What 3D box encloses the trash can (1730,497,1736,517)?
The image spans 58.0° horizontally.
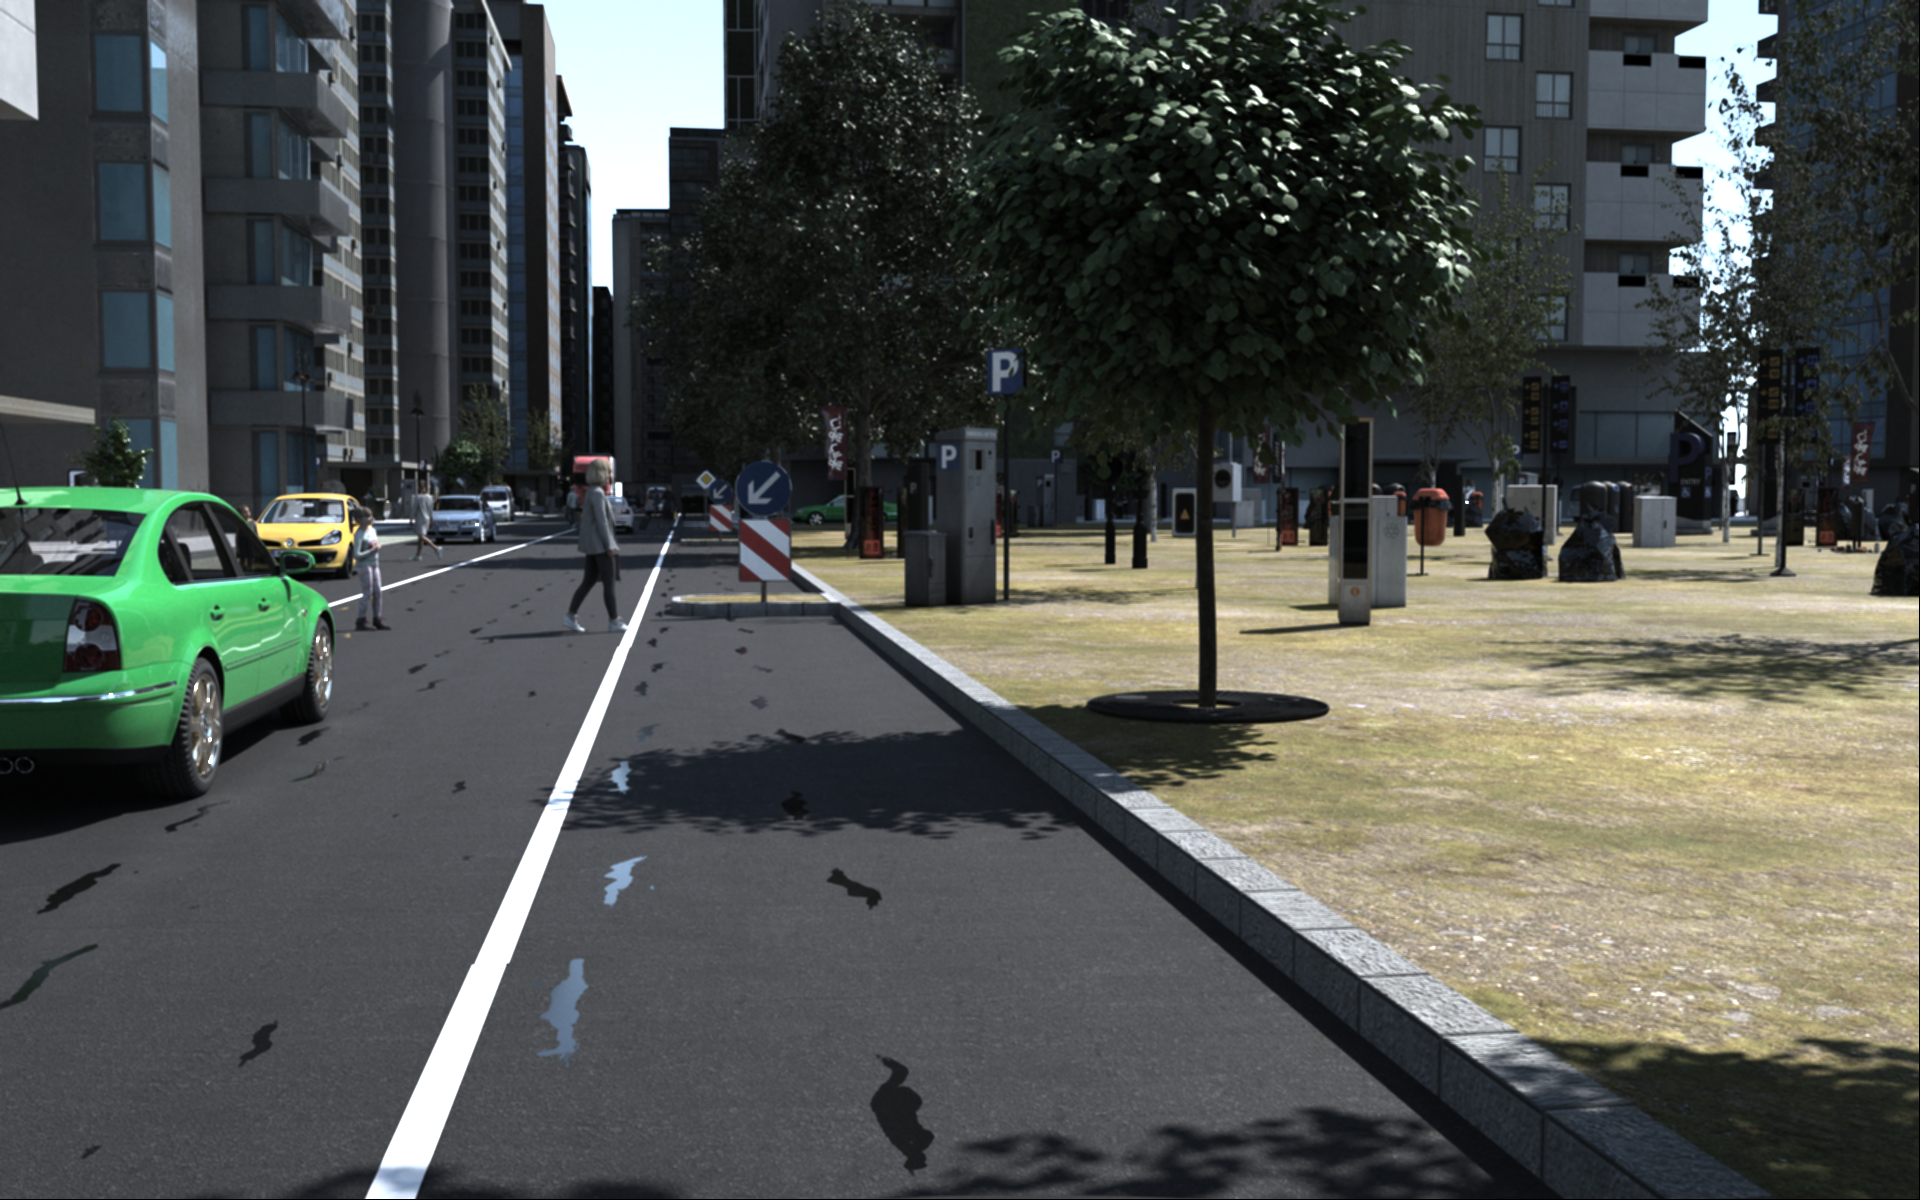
[{"bbox_3d":[43.630,-5.291,98.159,0.748,1.137,0.748,0,3,0],"label":"trash can"}]

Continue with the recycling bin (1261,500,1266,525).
[{"bbox_3d":[12.138,-3.580,71.083,0.722,1.027,0.722,1,4,19],"label":"recycling bin"}]

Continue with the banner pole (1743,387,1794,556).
[{"bbox_3d":[16.812,-2.801,35.816,0.401,3.779,0.863,-2,4,-35],"label":"banner pole"}]

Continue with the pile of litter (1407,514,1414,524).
[{"bbox_3d":[19.434,-3.641,73.501,1.176,0.858,1.719,-3,5,-44],"label":"pile of litter"}]

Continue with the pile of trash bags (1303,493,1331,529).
[{"bbox_3d":[13.541,-3.292,63.570,1.912,1.369,3.447,1,4,12],"label":"pile of trash bags"}]

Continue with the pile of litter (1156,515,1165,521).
[{"bbox_3d":[9.241,-4.211,82.817,1.719,0.858,1.176,-3,5,-41],"label":"pile of litter"}]

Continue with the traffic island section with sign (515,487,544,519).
[{"bbox_3d":[-25.553,-5.702,101.862,1.989,1.847,2.006,-1,4,-9],"label":"traffic island section with sign"}]

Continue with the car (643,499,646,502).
[{"bbox_3d":[-29.644,-9.482,167.615,1.945,1.354,3.894,-1,4,-11],"label":"car"}]

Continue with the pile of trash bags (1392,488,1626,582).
[{"bbox_3d":[8.569,-1.043,26.801,3.447,1.369,1.912,3,5,41],"label":"pile of trash bags"}]

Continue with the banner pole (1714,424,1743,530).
[{"bbox_3d":[27.043,-4.345,61.065,0.401,3.779,0.863,-1,4,-21],"label":"banner pole"}]

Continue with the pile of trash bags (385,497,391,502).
[{"bbox_3d":[-37.245,-6.420,114.716,3.447,1.369,1.912,-3,4,-36],"label":"pile of trash bags"}]

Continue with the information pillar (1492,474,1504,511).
[{"bbox_3d":[19.454,-3.558,62.668,0.304,2.012,0.304,3,5,40],"label":"information pillar"}]

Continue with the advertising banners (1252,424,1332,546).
[{"bbox_3d":[8.221,-2.873,43.154,2.074,3.025,0.090,1,4,20],"label":"advertising banners"}]

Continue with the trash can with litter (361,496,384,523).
[{"bbox_3d":[-26.927,-4.119,78.405,1.678,1.210,2.233,-2,4,-29],"label":"trash can with litter"}]

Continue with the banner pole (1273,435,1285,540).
[{"bbox_3d":[9.029,-3.602,48.912,0.401,3.779,0.863,-1,4,-19],"label":"banner pole"}]

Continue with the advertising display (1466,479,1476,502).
[{"bbox_3d":[22.300,-4.347,76.292,0.974,1.923,0.123,-2,4,-26],"label":"advertising display"}]

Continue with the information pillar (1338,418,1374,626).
[{"bbox_3d":[3.869,-0.762,16.951,0.304,2.012,0.304,1,4,10],"label":"information pillar"}]

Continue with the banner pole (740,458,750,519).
[{"bbox_3d":[-10.188,-5.651,82.403,0.863,3.779,0.401,3,5,44],"label":"banner pole"}]

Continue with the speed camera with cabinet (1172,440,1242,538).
[{"bbox_3d":[7.295,-3.482,51.272,2.038,3.252,0.660,3,4,37],"label":"speed camera with cabinet"}]

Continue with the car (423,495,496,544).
[{"bbox_3d":[-14.724,-2.379,50.903,2.014,1.417,4.499,0,4,-8],"label":"car"}]

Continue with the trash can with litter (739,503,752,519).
[{"bbox_3d":[-10.415,-4.488,84.760,0.624,1.170,1.055,-2,4,-27],"label":"trash can with litter"}]

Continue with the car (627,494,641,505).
[{"bbox_3d":[-42.534,-13.051,225.384,2.014,1.417,4.499,0,4,-7],"label":"car"}]

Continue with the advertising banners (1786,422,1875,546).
[{"bbox_3d":[21.309,-2.837,42.568,2.074,3.025,0.090,3,5,41],"label":"advertising banners"}]

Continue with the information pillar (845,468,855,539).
[{"bbox_3d":[-3.118,-2.731,49.141,0.304,2.012,0.304,0,4,-5],"label":"information pillar"}]

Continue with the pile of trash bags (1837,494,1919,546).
[{"bbox_3d":[25.140,-2.291,47.207,1.912,1.369,3.447,-1,4,-10],"label":"pile of trash bags"}]

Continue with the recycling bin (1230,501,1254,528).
[{"bbox_3d":[10.616,-3.221,65.218,0.722,1.027,0.722,0,4,-7],"label":"recycling bin"}]

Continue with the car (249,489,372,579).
[{"bbox_3d":[-11.341,-1.227,30.286,2.015,1.641,3.980,-1,4,-10],"label":"car"}]

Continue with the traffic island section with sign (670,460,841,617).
[{"bbox_3d":[-2.534,-0.766,21.158,1.989,1.847,2.006,-1,4,-9],"label":"traffic island section with sign"}]

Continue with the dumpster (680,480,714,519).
[{"bbox_3d":[-14.950,-5.744,98.868,1.985,2.255,1.502,-1,4,-9],"label":"dumpster"}]

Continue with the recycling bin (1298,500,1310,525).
[{"bbox_3d":[14.194,-3.633,71.961,0.722,1.027,0.722,-1,4,-19],"label":"recycling bin"}]

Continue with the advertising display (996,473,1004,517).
[{"bbox_3d":[1.099,-2.929,53.109,0.974,1.923,0.123,3,5,43],"label":"advertising display"}]

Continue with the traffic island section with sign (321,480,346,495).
[{"bbox_3d":[-16.859,-2.317,46.503,1.989,1.847,2.006,-1,4,-9],"label":"traffic island section with sign"}]

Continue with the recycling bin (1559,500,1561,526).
[{"bbox_3d":[23.553,-3.468,69.262,0.722,1.027,0.722,0,4,-5],"label":"recycling bin"}]

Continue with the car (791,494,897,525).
[{"bbox_3d":[-4.972,-4.075,75.417,4.718,1.807,1.959,-1,4,-10],"label":"car"}]

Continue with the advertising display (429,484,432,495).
[{"bbox_3d":[-35.902,-6.804,116.461,0.974,1.923,0.123,2,4,27],"label":"advertising display"}]

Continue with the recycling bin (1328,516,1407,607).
[{"bbox_3d":[4.685,-0.451,19.927,0.722,1.027,0.722,0,4,-4],"label":"recycling bin"}]

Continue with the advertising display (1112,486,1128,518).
[{"bbox_3d":[8.422,-5.272,91.404,0.974,1.923,0.123,-1,4,-21],"label":"advertising display"}]

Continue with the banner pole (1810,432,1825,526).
[{"bbox_3d":[34.409,-4.853,69.363,0.401,3.779,0.863,0,4,-3],"label":"banner pole"}]

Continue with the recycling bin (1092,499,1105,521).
[{"bbox_3d":[6.521,-4.350,83.684,0.722,1.027,0.722,3,5,41],"label":"recycling bin"}]

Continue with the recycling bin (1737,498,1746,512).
[{"bbox_3d":[55.005,-6.710,122.264,0.722,1.027,0.722,1,4,11],"label":"recycling bin"}]

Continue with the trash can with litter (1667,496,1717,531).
[{"bbox_3d":[24.990,-2.993,59.990,2.233,1.210,1.678,2,4,34],"label":"trash can with litter"}]

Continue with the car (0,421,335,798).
[{"bbox_3d":[-4.656,-0.037,9.396,1.959,1.807,4.718,-1,4,-9],"label":"car"}]

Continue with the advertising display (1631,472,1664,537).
[{"bbox_3d":[20.384,-2.823,51.375,0.123,1.923,0.974,-3,4,-36],"label":"advertising display"}]

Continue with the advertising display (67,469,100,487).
[{"bbox_3d":[-22.753,-2.449,45.251,0.974,1.923,0.123,-2,4,-33],"label":"advertising display"}]

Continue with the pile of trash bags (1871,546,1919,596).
[{"bbox_3d":[13.505,-0.732,21.714,3.447,1.369,1.912,0,3,0],"label":"pile of trash bags"}]

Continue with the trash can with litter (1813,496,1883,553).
[{"bbox_3d":[19.944,-1.674,38.423,1.678,1.210,2.233,1,4,16],"label":"trash can with litter"}]

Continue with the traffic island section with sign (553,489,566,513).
[{"bbox_3d":[-29.786,-7.349,128.792,1.989,1.847,2.006,-1,4,-9],"label":"traffic island section with sign"}]

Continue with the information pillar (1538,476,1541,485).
[{"bbox_3d":[23.685,-4.031,70.396,0.304,2.012,0.304,-1,4,-21],"label":"information pillar"}]

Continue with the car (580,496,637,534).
[{"bbox_3d":[-13.035,-3.166,64.131,2.083,1.381,4.827,-1,4,-10],"label":"car"}]

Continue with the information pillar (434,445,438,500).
[{"bbox_3d":[-24.803,-5.546,82.033,0.183,3.616,0.504,-2,4,-27],"label":"information pillar"}]
